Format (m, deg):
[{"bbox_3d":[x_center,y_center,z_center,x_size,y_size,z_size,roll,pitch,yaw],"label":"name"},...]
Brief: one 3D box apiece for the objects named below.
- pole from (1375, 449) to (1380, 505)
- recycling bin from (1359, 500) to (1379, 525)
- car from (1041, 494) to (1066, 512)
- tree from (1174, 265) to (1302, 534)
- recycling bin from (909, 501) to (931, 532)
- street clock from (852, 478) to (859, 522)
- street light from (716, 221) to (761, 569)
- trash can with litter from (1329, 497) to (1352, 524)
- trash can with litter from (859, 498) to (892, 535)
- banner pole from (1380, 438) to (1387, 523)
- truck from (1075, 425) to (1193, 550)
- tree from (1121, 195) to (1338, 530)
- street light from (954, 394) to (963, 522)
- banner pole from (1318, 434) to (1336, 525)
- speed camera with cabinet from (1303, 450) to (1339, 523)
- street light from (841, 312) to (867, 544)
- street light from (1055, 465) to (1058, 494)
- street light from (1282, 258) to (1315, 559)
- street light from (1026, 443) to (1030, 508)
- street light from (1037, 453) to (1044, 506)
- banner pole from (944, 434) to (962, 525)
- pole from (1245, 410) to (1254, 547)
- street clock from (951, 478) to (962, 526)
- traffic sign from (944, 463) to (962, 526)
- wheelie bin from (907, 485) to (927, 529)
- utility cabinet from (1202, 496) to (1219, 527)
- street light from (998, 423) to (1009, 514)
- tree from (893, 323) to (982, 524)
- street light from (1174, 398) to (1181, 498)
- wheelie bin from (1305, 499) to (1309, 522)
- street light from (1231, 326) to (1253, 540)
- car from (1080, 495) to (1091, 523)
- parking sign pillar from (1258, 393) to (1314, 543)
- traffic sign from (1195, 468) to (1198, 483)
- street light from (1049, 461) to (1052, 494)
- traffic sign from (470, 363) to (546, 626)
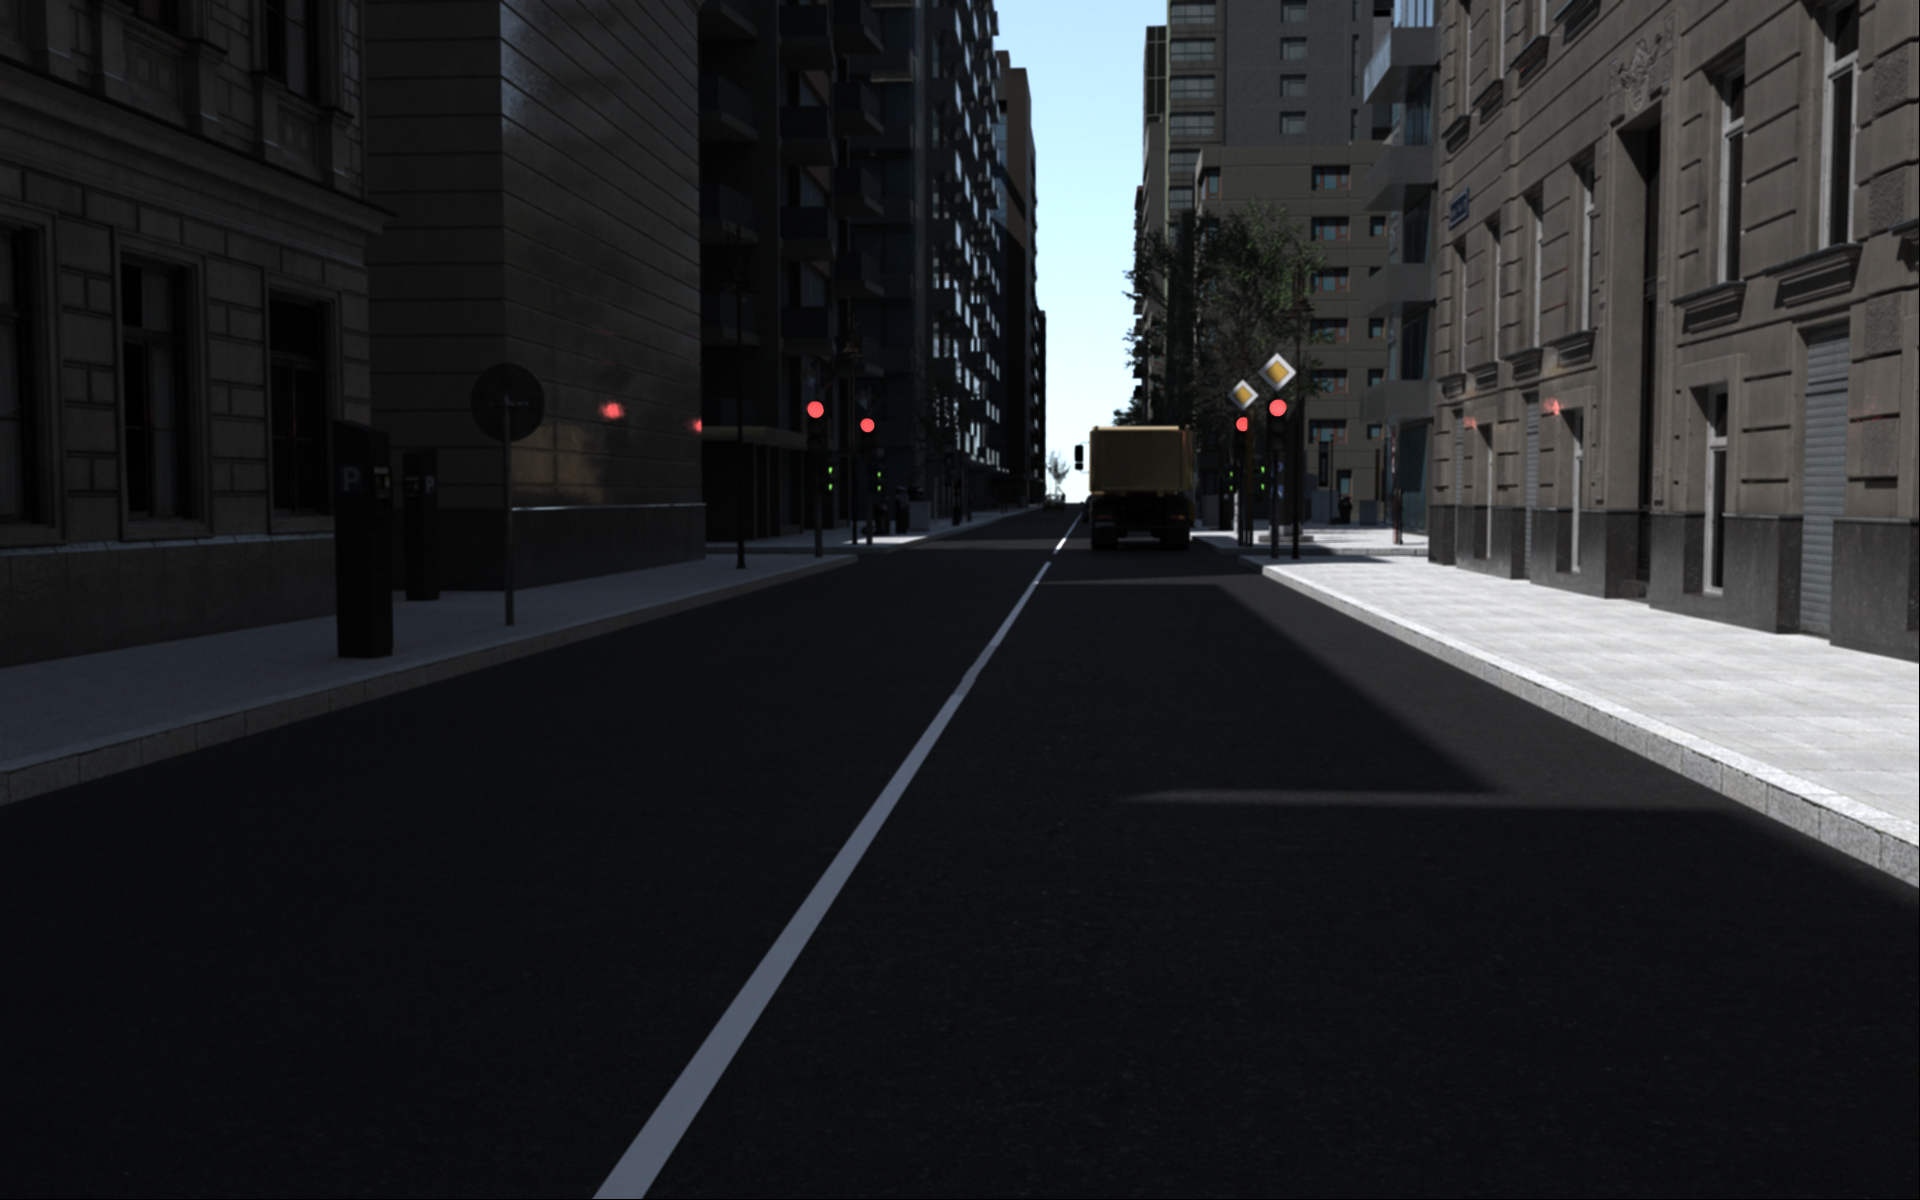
[{"bbox_3d":[18.929,-5.179,78.520,0.158,3.312,0.155,0,3,0],"label":"pole"},{"bbox_3d":[16.819,-3.585,71.175,0.722,1.027,0.722,1,4,19],"label":"recycling bin"},{"bbox_3d":[7.758,-8.143,143.359,2.015,1.641,3.980,0,4,5],"label":"car"},{"bbox_3d":[8.869,-6.416,55.260,4.360,8.622,3.978,0,3,0],"label":"tree"},{"bbox_3d":[-1.377,-2.874,59.544,0.722,1.027,0.722,0,4,4],"label":"recycling bin"},{"bbox_3d":[-4.820,-4.614,80.004,0.358,2.002,0.471,0,4,4],"label":"street clock"},{"bbox_3d":[-3.771,-3.479,29.667,0.468,5.910,1.993,0,4,4],"label":"street light"},{"bbox_3d":[16.137,-3.803,73.571,0.624,1.170,1.055,-3,4,-38],"label":"trash can with litter"},{"bbox_3d":[-2.641,-2.598,53.863,1.055,1.170,0.624,2,4,25],"label":"trash can with litter"},{"bbox_3d":[19.042,-5.360,77.654,0.401,3.779,0.863,0,4,5],"label":"banner pole"},{"bbox_3d":[4.888,-3.189,48.057,3.469,3.379,9.791,0,4,4],"label":"truck"},{"bbox_3d":[9.480,-8.313,61.666,9.928,11.665,9.643,0,3,0],"label":"tree"},{"bbox_3d":[0.024,-6.472,78.608,0.468,5.910,1.993,0,4,4],"label":"street light"},{"bbox_3d":[15.301,-5.030,72.264,0.863,3.779,0.401,-1,4,-21],"label":"banner pole"},{"bbox_3d":[17.210,-5.459,83.598,2.038,3.252,0.660,0,4,-5],"label":"speed camera with cabinet"},{"bbox_3d":[-2.688,-4.358,44.042,0.468,5.910,1.993,0,4,4],"label":"street light"},{"bbox_3d":[15.234,-18.367,273.088,0.468,5.910,1.993,0,4,4],"label":"street light"},{"bbox_3d":[6.639,-3.750,34.096,0.468,5.910,1.993,0,4,4],"label":"street light"},{"bbox_3d":[6.061,-11.138,154.887,0.468,5.910,1.993,0,4,4],"label":"street light"},{"bbox_3d":[8.678,-13.276,189.853,0.468,5.910,1.993,0,4,4],"label":"street light"},{"bbox_3d":[-0.328,-5.047,72.528,0.863,3.779,0.401,2,4,29],"label":"banner pole"},{"bbox_3d":[7.003,-2.939,41.902,0.158,3.312,0.155,0,3,0],"label":"pole"},{"bbox_3d":[-0.150,-4.035,70.536,0.358,2.002,0.471,2,4,32],"label":"street clock"},{"bbox_3d":[-0.294,-4.271,69.929,0.768,2.556,0.104,1,4,10],"label":"traffic sign"},{"bbox_3d":[-1.642,-3.423,63.877,0.693,1.594,0.980,2,4,28],"label":"wheelie bin"},{"bbox_3d":[10.121,-3.521,68.732,1.020,1.237,0.306,-1,4,-22],"label":"utility cabinet"},{"bbox_3d":[2.768,-8.586,113.170,0.468,5.910,1.993,0,4,4],"label":"street light"},{"bbox_3d":[-1.064,-7.646,75.367,4.360,8.622,3.978,0,3,0],"label":"tree"},{"bbox_3d":[10.427,-6.705,82.422,0.468,5.910,1.993,0,4,4],"label":"street light"},{"bbox_3d":[15.882,-4.462,80.862,0.693,1.594,0.980,-2,4,-31],"label":"wheelie bin"},{"bbox_3d":[7.772,-4.591,47.852,0.468,5.910,1.993,0,4,4],"label":"street light"},{"bbox_3d":[7.105,-4.639,87.854,2.014,1.417,4.499,0,4,3],"label":"car"},{"bbox_3d":[8.629,-3.501,45.713,1.447,3.967,1.447,2,4,34],"label":"parking sign pillar"},{"bbox_3d":[8.935,-3.982,67.231,0.606,2.300,0.079,1,4,13],"label":"traffic sign"},{"bbox_3d":[12.438,-16.251,238.485,0.468,5.910,1.993,0,4,4],"label":"street light"},{"bbox_3d":[-4.400,-1.024,16.845,0.768,2.556,0.104,1,4,9],"label":"traffic sign"}]
